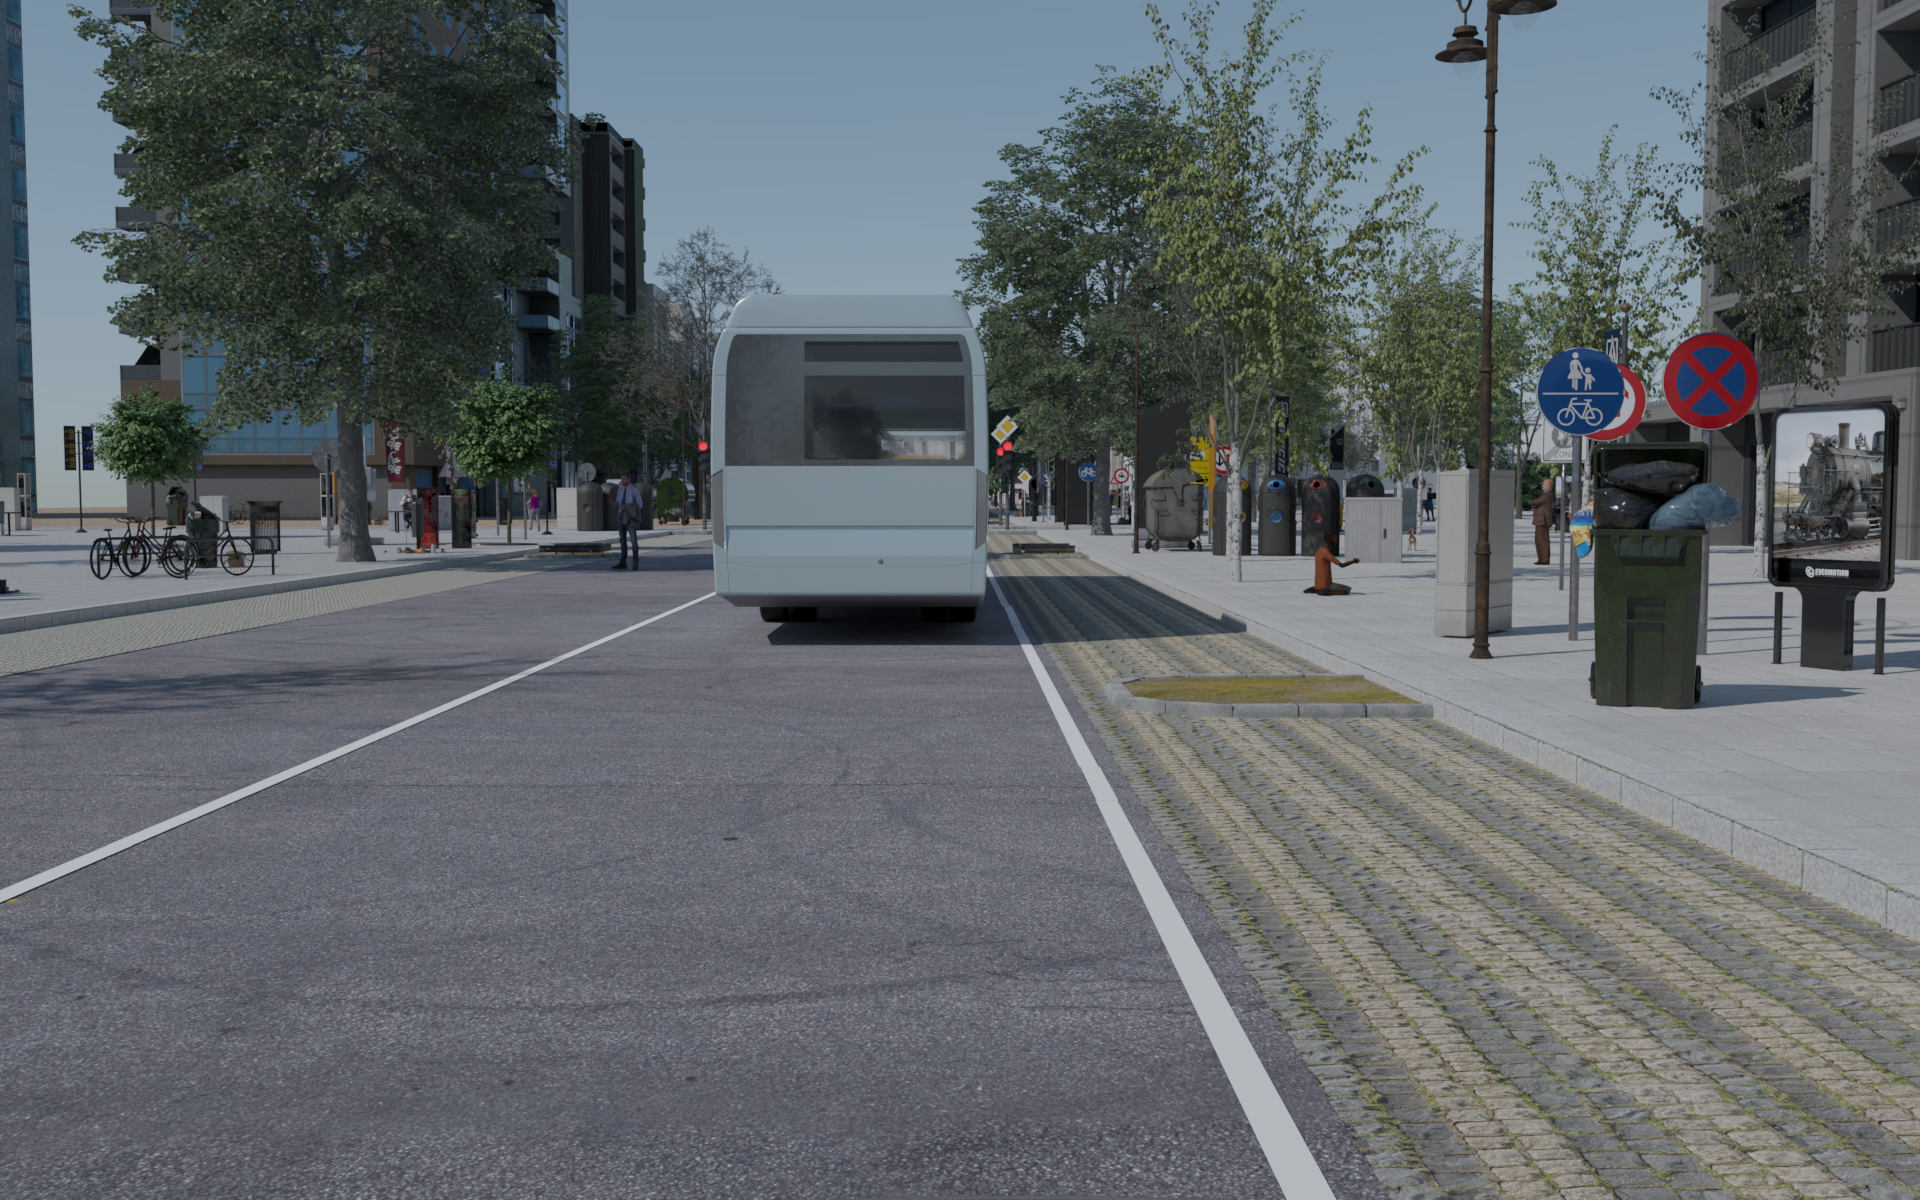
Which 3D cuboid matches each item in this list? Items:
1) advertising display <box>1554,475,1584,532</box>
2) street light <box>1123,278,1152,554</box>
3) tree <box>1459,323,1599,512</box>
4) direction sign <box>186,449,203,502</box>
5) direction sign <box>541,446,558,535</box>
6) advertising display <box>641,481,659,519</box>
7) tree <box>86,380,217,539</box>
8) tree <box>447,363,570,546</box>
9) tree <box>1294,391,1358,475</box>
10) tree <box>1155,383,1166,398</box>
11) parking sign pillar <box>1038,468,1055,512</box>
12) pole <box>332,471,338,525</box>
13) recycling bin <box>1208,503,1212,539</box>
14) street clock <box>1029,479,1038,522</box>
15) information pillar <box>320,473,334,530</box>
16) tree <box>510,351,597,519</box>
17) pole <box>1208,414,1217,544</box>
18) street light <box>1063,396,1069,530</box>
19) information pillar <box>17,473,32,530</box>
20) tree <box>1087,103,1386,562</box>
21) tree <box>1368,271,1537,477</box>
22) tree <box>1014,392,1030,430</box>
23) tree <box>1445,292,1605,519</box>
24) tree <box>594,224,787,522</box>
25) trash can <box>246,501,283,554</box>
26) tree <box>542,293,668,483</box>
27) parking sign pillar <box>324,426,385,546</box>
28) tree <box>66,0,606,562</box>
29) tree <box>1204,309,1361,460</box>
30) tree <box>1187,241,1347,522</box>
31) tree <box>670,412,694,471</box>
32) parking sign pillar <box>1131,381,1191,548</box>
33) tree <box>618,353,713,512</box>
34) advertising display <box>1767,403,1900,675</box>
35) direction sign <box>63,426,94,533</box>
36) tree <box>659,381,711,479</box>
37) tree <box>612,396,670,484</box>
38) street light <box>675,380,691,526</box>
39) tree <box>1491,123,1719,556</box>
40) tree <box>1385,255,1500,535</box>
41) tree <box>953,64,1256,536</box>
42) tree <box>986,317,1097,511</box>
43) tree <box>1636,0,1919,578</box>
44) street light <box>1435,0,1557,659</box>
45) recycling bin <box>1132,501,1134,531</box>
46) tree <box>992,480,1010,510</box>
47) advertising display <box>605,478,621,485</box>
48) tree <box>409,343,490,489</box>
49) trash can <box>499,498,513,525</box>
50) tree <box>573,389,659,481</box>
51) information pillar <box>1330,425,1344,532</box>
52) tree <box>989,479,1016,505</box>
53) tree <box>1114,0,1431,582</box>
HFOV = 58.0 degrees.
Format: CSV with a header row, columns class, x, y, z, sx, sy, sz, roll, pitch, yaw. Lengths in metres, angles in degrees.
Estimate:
class,x,y,z,sx,sy,sz,roll,pitch,yaw
advertising display,20.373,-3.221,57.874,0.974,1.923,0.123,2,4,31
street light,3.804,-3.941,37.225,0.468,5.910,1.993,0,4,0
tree,45.999,-14.178,133.624,13.155,14.587,18.604,3,5,40
direction sign,-27.274,-4.265,61.733,0.876,3.537,0.379,2,4,28
direction sign,-13.049,-3.833,54.659,0.876,3.537,0.379,2,4,26
advertising display,-15.691,-5.049,87.760,0.974,1.923,0.123,-2,4,-26
tree,-23.333,-4.057,50.039,4.285,4.588,4.351,0,3,0
tree,-11.380,-3.653,43.444,4.285,4.588,4.351,0,3,0
tree,28.862,-12.613,140.629,7.601,10.594,8.767,1,4,19
tree,18.031,-13.295,135.498,7.486,12.596,7.792,0,3,0
parking sign pillar,6.285,-8.316,124.443,1.447,3.967,1.447,-2,4,-32
pole,-26.186,-4.812,72.514,0.158,3.312,0.155,0,3,0
recycling bin,7.634,-2.287,49.949,0.722,1.027,0.722,3,4,39
street clock,3.472,-4.664,80.824,0.471,2.002,0.358,-1,4,-21
information pillar,-22.387,-3.472,61.252,0.304,2.012,0.304,2,4,25
tree,-20.992,-8.422,88.066,4.360,8.622,3.978,0,3,0
pole,6.435,-3.075,44.127,0.158,3.312,0.155,0,3,0
street light,3.804,-5.422,61.433,0.468,5.910,1.993,0,4,0
information pillar,-33.171,-3.481,61.410,0.304,2.012,0.304,0,4,7
tree,4.951,-5.038,32.736,4.360,8.622,3.978,0,3,0
tree,27.790,-11.704,98.018,9.857,13.997,8.962,0,3,0
tree,4.626,-8.233,84.973,4.737,8.622,4.395,0,3,0
tree,28.737,-9.936,88.203,9.928,11.665,9.643,0,3,0
tree,-11.506,-10.361,79.779,12.009,13.543,11.850,0,3,0
trash can,-14.820,-1.546,36.938,0.748,1.137,0.748,0,3,0
tree,-20.081,-11.038,98.601,7.486,12.596,7.792,0,3,0
parking sign pillar,-15.266,-3.368,43.533,1.447,3.967,1.447,-1,4,-19
tree,-11.463,-7.691,32.396,9.857,13.997,8.962,0,3,0
tree,16.230,-9.920,87.944,9.928,11.665,9.643,0,3,0
tree,13.664,-9.798,78.323,7.486,12.596,7.792,0,3,0
tree,-21.388,-11.080,131.526,4.360,8.622,3.978,0,3,0
parking sign pillar,4.845,-3.246,41.550,1.447,3.967,1.447,0,4,1
tree,-21.119,-12.127,124.033,9.928,11.665,9.643,0,3,0
advertising display,6.356,-0.455,12.652,0.123,1.923,0.974,-2,4,-25
direction sign,-29.235,-4.008,57.528,0.876,3.537,0.379,-2,4,-31
tree,-16.688,-9.886,111.996,4.737,8.622,4.395,0,3,0
tree,-21.468,-9.915,112.466,4.360,8.622,3.978,0,3,0
street light,-11.155,-5.941,69.916,0.468,5.910,1.993,0,4,0
tree,13.070,-5.212,35.576,4.737,8.622,4.395,0,3,0
tree,14.609,-6.362,54.379,4.360,8.622,3.978,0,3,0
tree,4.434,-8.974,53.373,9.857,13.997,8.962,0,3,0
tree,4.614,-11.907,111.693,9.611,12.733,9.660,0,3,0
tree,12.382,-4.629,26.043,4.360,8.622,3.978,0,3,0
street light,4.071,-2.481,13.355,0.468,5.910,1.993,0,4,0
recycling bin,6.395,-2.879,59.634,0.722,1.027,0.722,-3,4,-37
tree,3.570,-8.883,139.842,1.663,3.219,1.824,0,3,0
advertising display,-13.883,-3.977,70.233,0.974,1.923,0.123,0,4,-2
tree,-22.805,-7.792,77.764,4.737,8.622,4.395,0,3,0
trash can,-18.865,-3.675,71.744,0.748,1.137,0.748,0,3,0
tree,-21.804,-9.590,107.166,4.737,8.622,4.395,0,3,0
information pillar,12.851,-4.141,59.060,0.504,3.616,0.183,-1,4,-11
tree,3.529,-18.337,217.941,7.486,12.596,7.792,0,3,0
tree,4.185,-4.553,24.799,4.737,8.622,4.395,0,3,0
